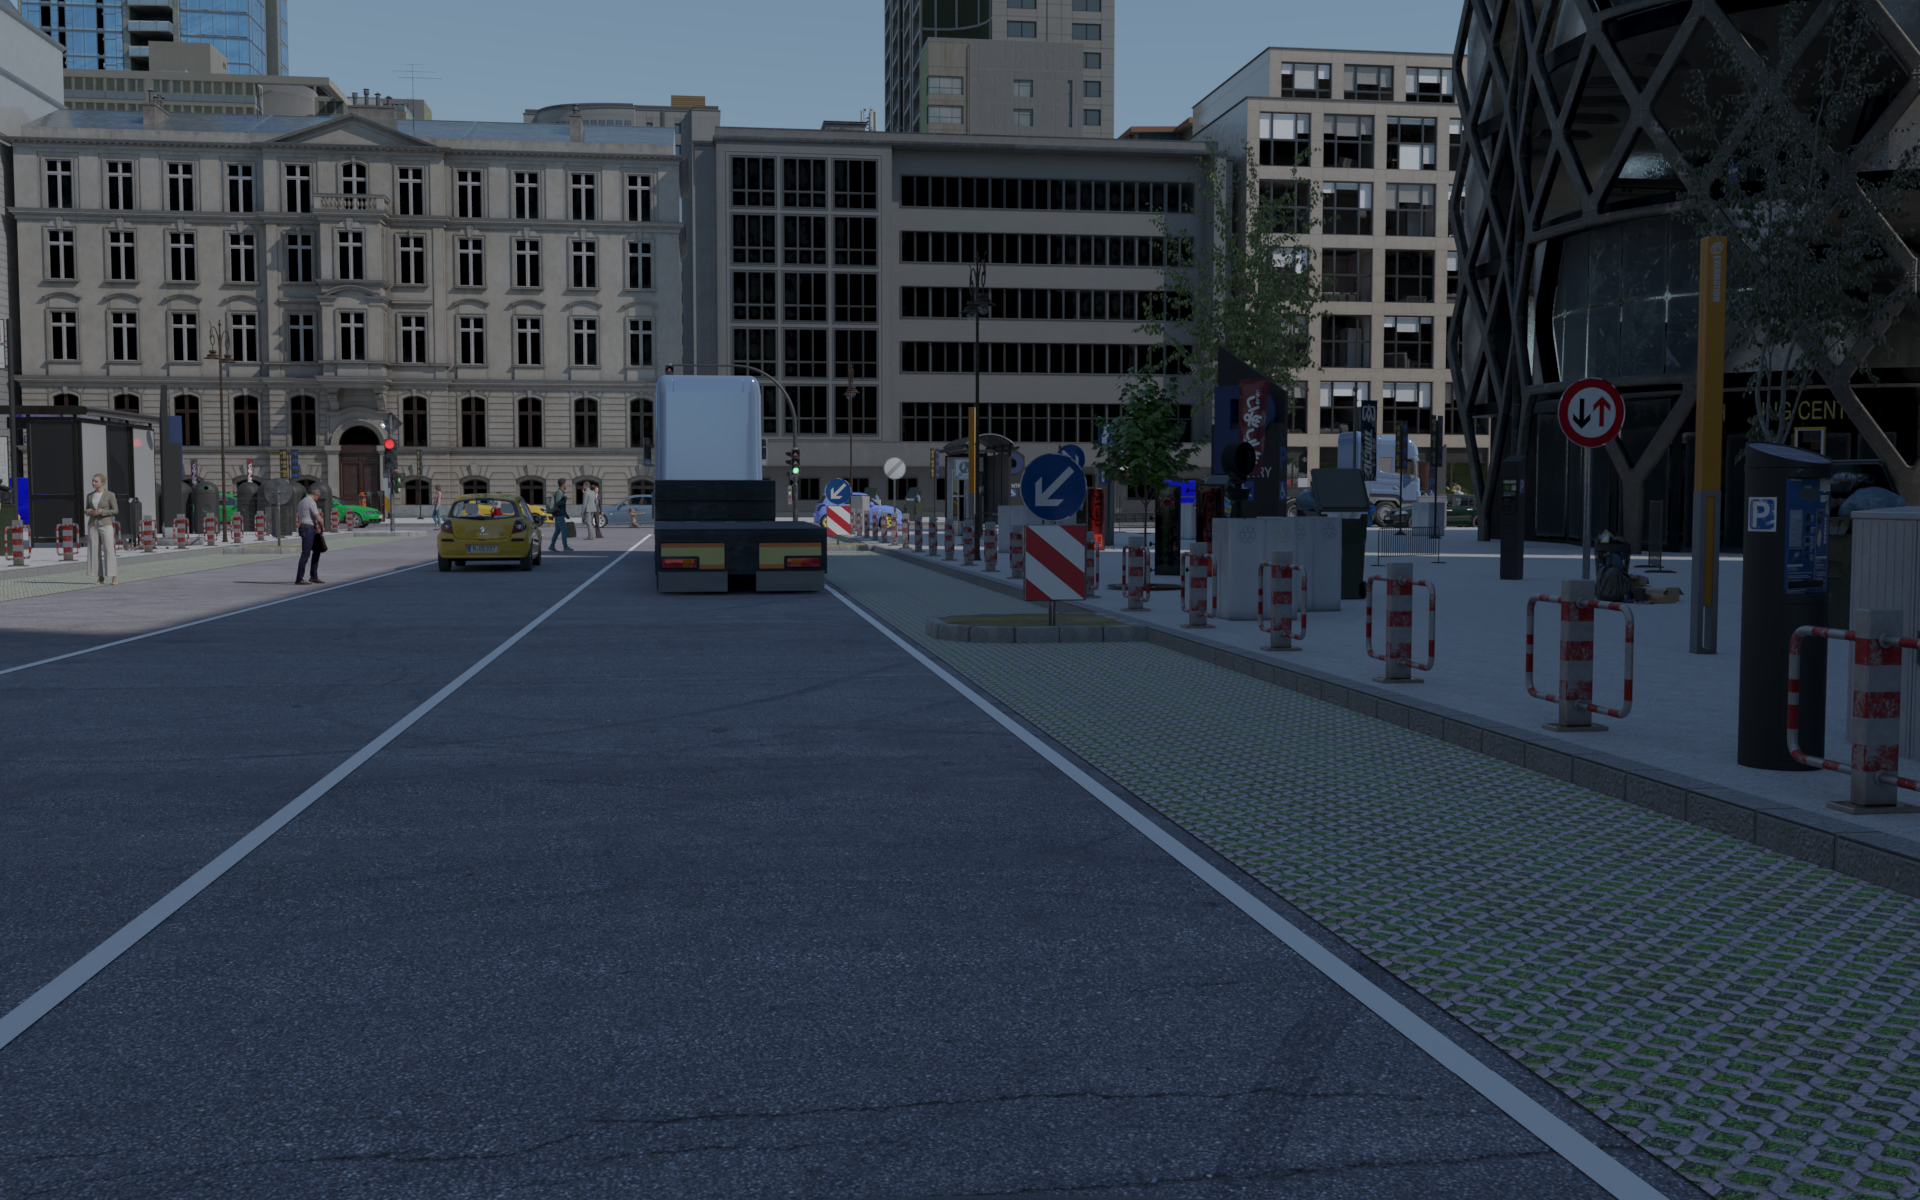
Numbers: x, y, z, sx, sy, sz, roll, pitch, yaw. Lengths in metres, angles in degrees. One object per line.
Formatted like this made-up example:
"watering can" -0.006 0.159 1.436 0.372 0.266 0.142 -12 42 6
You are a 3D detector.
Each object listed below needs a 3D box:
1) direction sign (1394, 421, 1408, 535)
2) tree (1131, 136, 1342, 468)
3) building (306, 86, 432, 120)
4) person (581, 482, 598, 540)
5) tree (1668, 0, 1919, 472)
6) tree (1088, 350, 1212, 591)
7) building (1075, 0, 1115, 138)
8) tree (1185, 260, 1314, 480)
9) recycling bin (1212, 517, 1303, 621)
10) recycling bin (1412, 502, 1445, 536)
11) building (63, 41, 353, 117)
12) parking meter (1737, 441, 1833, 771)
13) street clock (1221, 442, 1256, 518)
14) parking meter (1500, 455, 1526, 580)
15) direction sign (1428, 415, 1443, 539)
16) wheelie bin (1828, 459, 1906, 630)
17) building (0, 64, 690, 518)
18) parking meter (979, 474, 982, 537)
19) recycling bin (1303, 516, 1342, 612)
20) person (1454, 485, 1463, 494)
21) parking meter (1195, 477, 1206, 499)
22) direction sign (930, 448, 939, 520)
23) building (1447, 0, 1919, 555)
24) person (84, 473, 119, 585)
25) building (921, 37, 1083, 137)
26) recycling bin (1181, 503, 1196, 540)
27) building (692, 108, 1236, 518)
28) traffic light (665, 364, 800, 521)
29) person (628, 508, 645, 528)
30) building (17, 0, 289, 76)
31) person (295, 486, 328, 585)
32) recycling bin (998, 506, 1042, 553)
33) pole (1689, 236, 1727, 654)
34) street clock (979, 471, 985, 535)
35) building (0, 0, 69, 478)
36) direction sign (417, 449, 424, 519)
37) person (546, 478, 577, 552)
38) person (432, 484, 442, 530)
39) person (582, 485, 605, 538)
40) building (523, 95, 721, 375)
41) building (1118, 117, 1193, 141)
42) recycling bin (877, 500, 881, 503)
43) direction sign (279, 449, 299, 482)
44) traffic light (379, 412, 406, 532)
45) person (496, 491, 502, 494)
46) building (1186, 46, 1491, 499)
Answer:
"direction sign" 13.747 -3.791 53.982 0.379 3.537 0.876 -1 4 -10
"tree" 5.851 -5.183 35.098 4.737 8.622 4.395 0 3 0
"building" -60.822 -29.960 173.436 14.154 41.232 14.086 -1 4 -8
"person" -11.576 -2.778 54.021 0.391 1.810 0.635 1 4 12
"tree" 12.412 -4.613 25.789 4.360 8.622 3.978 0 3 0
"tree" 2.631 -1.760 23.380 1.663 3.219 1.824 0 3 0
"building" 3.337 -45.161 176.634 20.563 71.187 20.611 -1 4 -8
"tree" 9.436 -6.405 55.087 4.360 8.622 3.978 0 3 0
"recycling bin" 3.037 -0.325 17.871 0.722 1.027 0.722 0 4 -8
"recycling bin" 14.351 -2.479 53.090 0.722 1.027 0.722 -2 4 -32
"building" -65.969 -28.233 153.495 32.217 40.220 23.993 -1 4 -8
"parking meter" 3.879 0.016 8.143 0.372 1.533 0.369 0 3 0
"street clock" 4.035 -1.263 25.221 0.471 2.002 0.358 -3 4 -37
"parking meter" 8.285 -1.239 25.965 0.255 1.863 0.399 2 4 35
"direction sign" 13.694 -3.537 49.823 0.379 3.537 0.876 3 4 36
"wheelie bin" 8.227 -0.492 15.952 0.693 1.594 0.980 -2 4 -27
"building" -32.690 -16.992 96.898 34.723 24.649 14.460 -1 4 -8
"parking meter" 0.478 -2.784 51.233 0.255 1.863 0.399 2 4 24
"recycling bin" 3.746 -0.405 19.176 0.722 1.027 0.722 -1 4 -15
"person" 20.370 -3.802 70.893 0.641 1.798 0.478 -3 4 -36
"parking meter" 8.415 -3.344 60.382 0.399 1.863 0.255 2 4 23
"direction sign" -1.258 -5.744 85.905 0.379 3.537 0.876 2 4 27
"building" 21.441 -10.643 41.463 16.820 18.784 16.811 -1 4 -8
"person" -13.549 -1.114 27.266 0.519 1.759 0.362 0 4 0
"building" 3.160 -29.139 160.018 14.154 41.232 14.086 -1 4 -8
"recycling bin" 6.602 -2.219 48.830 0.722 1.027 0.722 -2 4 -29
"building" -0.273 -17.232 100.802 30.058 24.678 14.314 -1 4 -8
"traffic light" -7.908 -5.266 60.763 4.771 5.953 1.251 -1 4 -8
"person" -13.498 -3.416 72.281 0.695 0.859 0.347 0 4 -5
"building" -84.642 -53.270 183.636 31.000 86.520 22.319 -1 4 -8
"person" -10.348 -1.030 27.554 0.590 1.554 0.614 -3 5 -43
"recycling bin" 1.317 -1.551 37.921 0.722 1.027 0.722 3 4 39
"pole" 5.983 -1.223 13.845 0.158 3.312 0.155 0 3 0
"street clock" 0.599 -3.061 54.619 0.358 2.002 0.471 -2 4 -26
"building" -64.430 -19.165 90.846 29.804 29.767 11.434 -1 4 -8
"direction sign" -27.336 -5.851 87.663 0.379 3.537 0.876 0 4 -2
"person" -9.735 -2.070 42.323 0.713 1.824 0.794 0 4 5
"person" -20.693 -3.671 68.524 0.388 1.821 0.555 -3 4 -36
"person" -11.920 -2.871 56.238 0.445 1.727 0.742 2 4 23
"building" -49.719 -43.771 257.653 28.212 58.520 21.231 -1 4 -8
"building" 32.429 -33.479 202.010 28.867 44.769 22.147 -1 4 -8
"recycling bin" -4.028 -4.104 79.655 0.722 1.027 0.722 0 4 -7
"direction sign" -33.934 -5.851 87.664 0.876 3.537 0.379 -1 4 -22
"traffic light" -19.413 -4.298 59.189 0.839 4.253 0.868 -1 4 -8
"person" -16.061 -3.007 60.131 0.387 1.526 0.523 3 5 39
"building" 31.303 -18.580 108.306 34.151 26.468 19.350 -1 4 -8
